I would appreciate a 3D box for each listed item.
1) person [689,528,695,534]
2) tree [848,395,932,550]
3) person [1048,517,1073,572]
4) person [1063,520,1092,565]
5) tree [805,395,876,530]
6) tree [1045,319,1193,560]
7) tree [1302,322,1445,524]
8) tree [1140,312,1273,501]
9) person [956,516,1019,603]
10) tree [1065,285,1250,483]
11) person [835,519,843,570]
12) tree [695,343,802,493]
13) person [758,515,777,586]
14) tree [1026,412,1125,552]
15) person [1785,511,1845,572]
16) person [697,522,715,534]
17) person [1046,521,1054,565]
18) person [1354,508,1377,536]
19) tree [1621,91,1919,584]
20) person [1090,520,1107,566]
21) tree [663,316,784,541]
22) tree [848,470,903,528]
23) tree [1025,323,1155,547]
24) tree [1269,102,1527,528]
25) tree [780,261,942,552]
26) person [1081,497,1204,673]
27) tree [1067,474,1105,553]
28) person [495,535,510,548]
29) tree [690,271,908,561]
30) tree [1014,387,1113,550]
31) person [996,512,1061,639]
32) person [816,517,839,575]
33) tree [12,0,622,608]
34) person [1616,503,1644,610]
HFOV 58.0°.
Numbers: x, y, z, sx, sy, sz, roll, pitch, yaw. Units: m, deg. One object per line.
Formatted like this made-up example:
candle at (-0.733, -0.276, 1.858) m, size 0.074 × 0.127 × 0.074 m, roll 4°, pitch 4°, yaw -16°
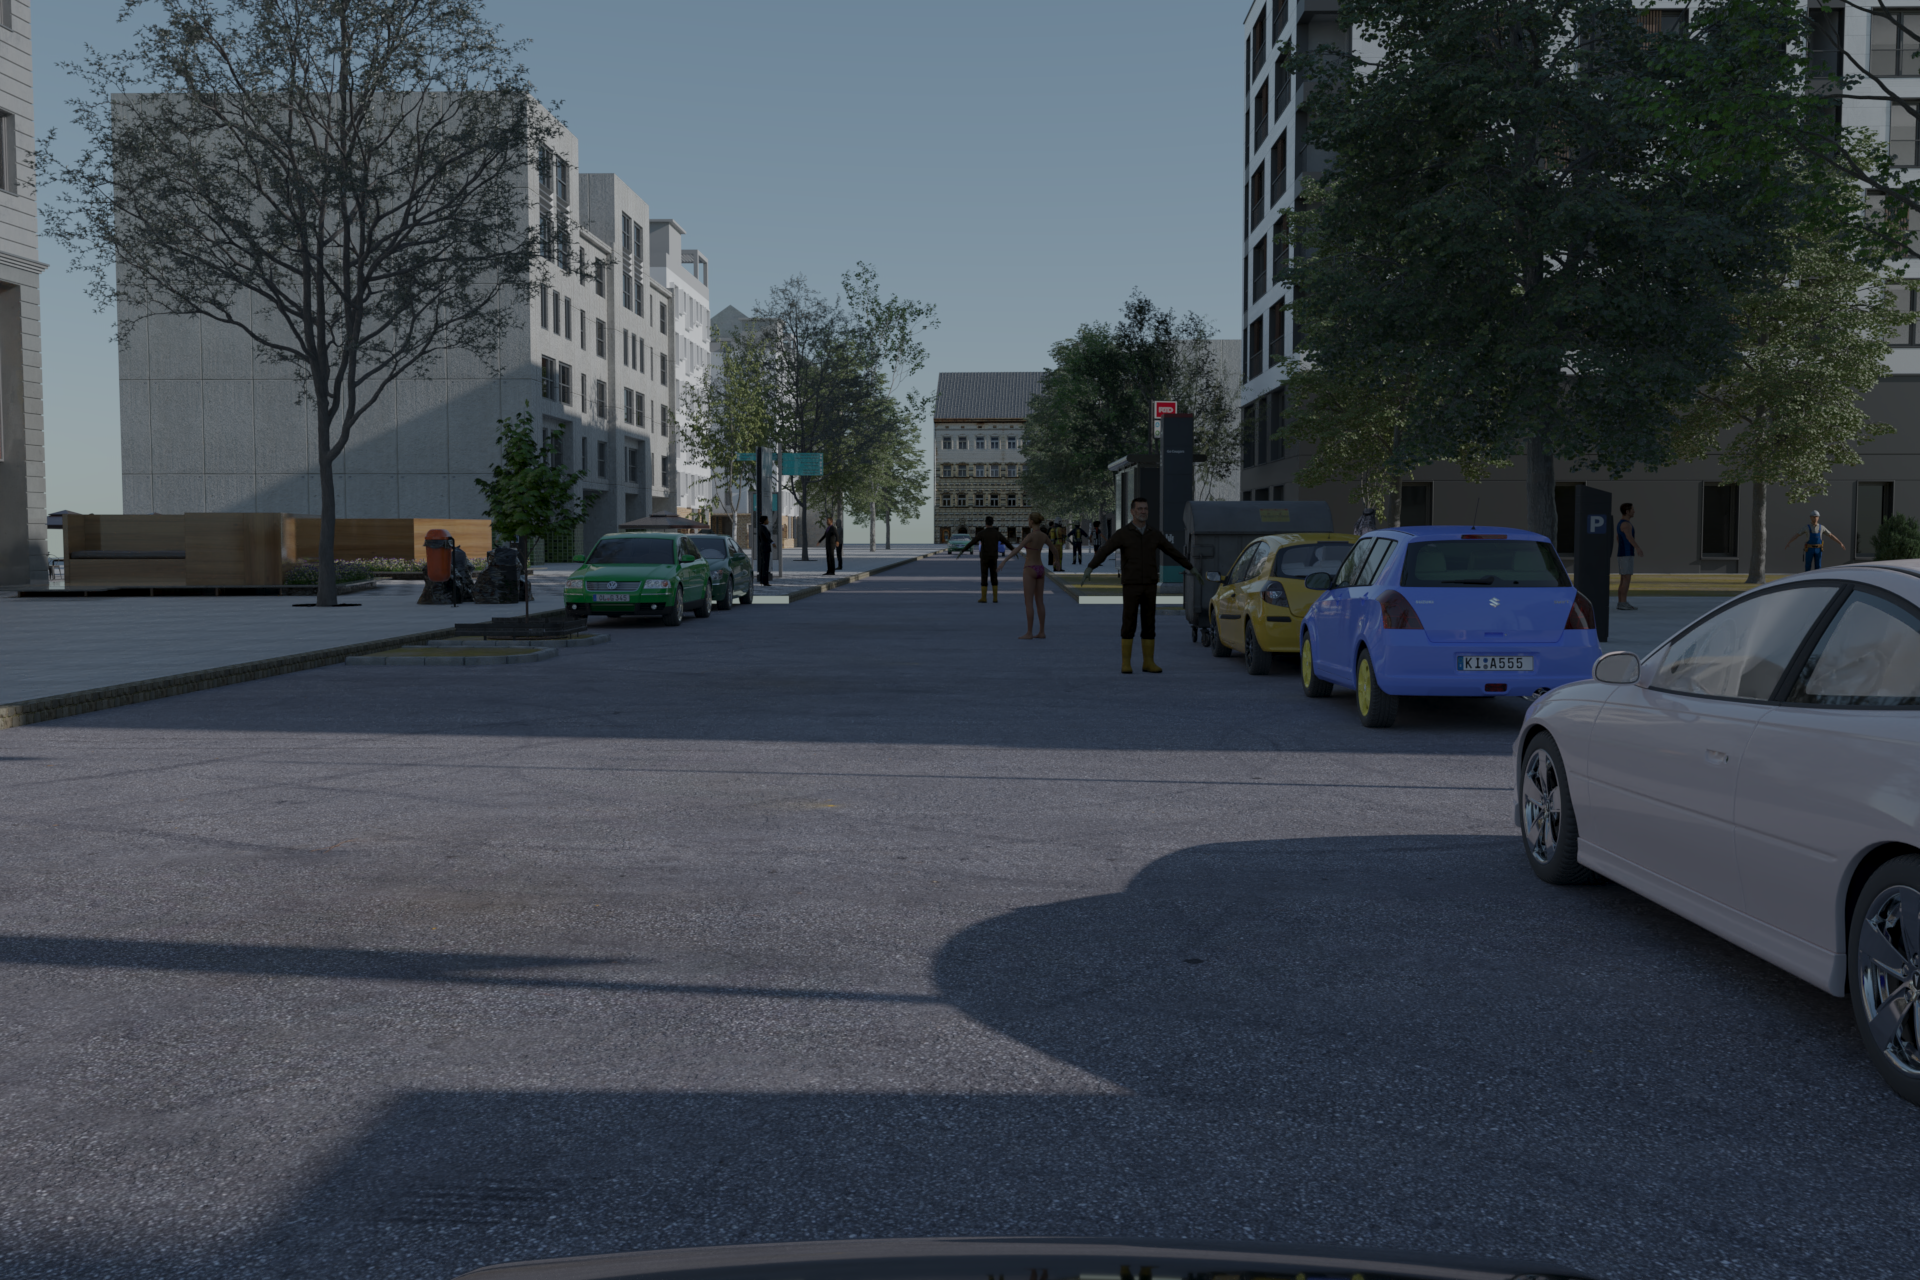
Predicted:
person at (-7.186, -2.288, 46.682) m, size 0.991 × 1.433 × 0.599 m, roll -2°, pitch 4°, yaw -31°
tree at (-6.321, -13.697, 142.070) m, size 7.486 × 12.596 × 7.792 m, roll 0°, pitch 3°, yaw 0°
person at (3.368, -3.262, 59.098) m, size 0.705 × 1.858 × 1.354 m, roll -2°, pitch 4°, yaw -34°
person at (4.942, -4.115, 73.058) m, size 1.354 × 1.856 × 0.705 m, roll -1°, pitch 4°, yaw -9°
tree at (-6.796, -8.699, 92.597) m, size 4.737 × 8.622 × 4.395 m, roll 0°, pitch 3°, yaw 0°
tree at (7.753, -9.732, 84.880) m, size 9.928 × 11.665 × 9.643 m, roll 0°, pitch 3°, yaw 0°
tree at (12.226, -6.145, 50.828) m, size 4.737 × 8.622 × 4.395 m, roll 0°, pitch 3°, yaw 0°
tree at (7.674, -6.584, 58.008) m, size 4.360 × 8.622 × 3.978 m, roll 0°, pitch 3°, yaw 0°
person at (0.599, -1.683, 36.116) m, size 1.346 × 1.812 × 0.704 m, roll -1°, pitch 4°, yaw -15°
tree at (7.411, -8.012, 65.405) m, size 7.601 × 10.594 × 8.767 m, roll 1°, pitch 4°, yaw 10°
person at (-4.362, -3.420, 62.050) m, size 0.705 × 1.813 × 1.348 m, roll 0°, pitch 4°, yaw 2°
tree at (-7.814, -7.077, 66.072) m, size 4.737 × 8.622 × 4.395 m, roll 0°, pitch 3°, yaw 0°
person at (-4.718, -2.192, 42.567) m, size 0.721 × 1.740 × 1.216 m, roll -1°, pitch 4°, yaw -21°
tree at (8.803, -11.759, 126.666) m, size 8.767 × 10.594 × 7.601 m, roll -2°, pitch 4°, yaw -26°
person at (20.593, -2.196, 41.767) m, size 1.347 × 1.847 × 0.705 m, roll 1°, pitch 4°, yaw 11°
person at (-10.259, -3.904, 70.100) m, size 1.348 × 1.796 × 0.705 m, roll 0°, pitch 4°, yaw 7°
person at (3.772, -3.958, 70.896) m, size 0.705 × 1.806 × 1.347 m, roll -1°, pitch 4°, yaw -21°
person at (7.236, -1.476, 30.841) m, size 0.551 × 1.740 × 0.621 m, roll 3°, pitch 5°, yaw 45°
tree at (20.807, -7.763, 45.050) m, size 7.486 × 12.596 × 7.792 m, roll 0°, pitch 3°, yaw 0°
person at (5.508, -3.860, 69.252) m, size 0.704 × 1.843 × 1.345 m, roll -2°, pitch 4°, yaw -28°
tree at (-7.783, -6.637, 58.883) m, size 4.737 × 8.622 × 4.395 m, roll 0°, pitch 3°, yaw 0°
tree at (-11.046, -19.018, 229.065) m, size 7.486 × 12.596 × 7.792 m, roll 0°, pitch 3°, yaw 0°
tree at (8.566, -12.044, 103.569) m, size 9.857 × 13.997 × 8.962 m, roll 0°, pitch 3°, yaw 0°
tree at (11.551, -7.716, 44.284) m, size 7.486 × 12.596 × 7.792 m, roll 0°, pitch 3°, yaw 0°
tree at (-7.274, -16.337, 122.992) m, size 12.611 × 20.169 × 13.585 m, roll 0°, pitch 3°, yaw 0°
person at (1.859, -0.567, 17.860) m, size 1.346 × 1.812 × 0.704 m, roll -1°, pitch 4°, yaw -15°
tree at (8.810, -10.215, 117.374) m, size 4.737 × 8.622 × 4.395 m, roll 0°, pitch 3°, yaw 0°
person at (-18.022, -3.844, 69.039) m, size 0.705 × 1.806 × 1.347 m, roll 2°, pitch 4°, yaw 35°
tree at (-7.480, -10.489, 81.868) m, size 12.009 × 13.543 × 11.850 m, roll 0°, pitch 3°, yaw 0°
tree at (8.902, -14.400, 142.099) m, size 9.857 × 13.997 × 8.962 m, roll 0°, pitch 3°, yaw 0°
person at (0.965, -0.885, 23.724) m, size 1.217 × 1.733 × 0.721 m, roll -3°, pitch 5°, yaw -44°
person at (-4.061, -2.914, 53.861) m, size 0.704 × 1.802 × 1.346 m, roll -2°, pitch 4°, yaw -32°
tree at (-11.066, -7.334, 30.284) m, size 12.009 × 13.543 × 11.850 m, roll 0°, pitch 3°, yaw 0°
person at (11.295, -1.415, 29.306) m, size 0.704 × 1.807 × 1.345 m, roll 1°, pitch 4°, yaw 9°
